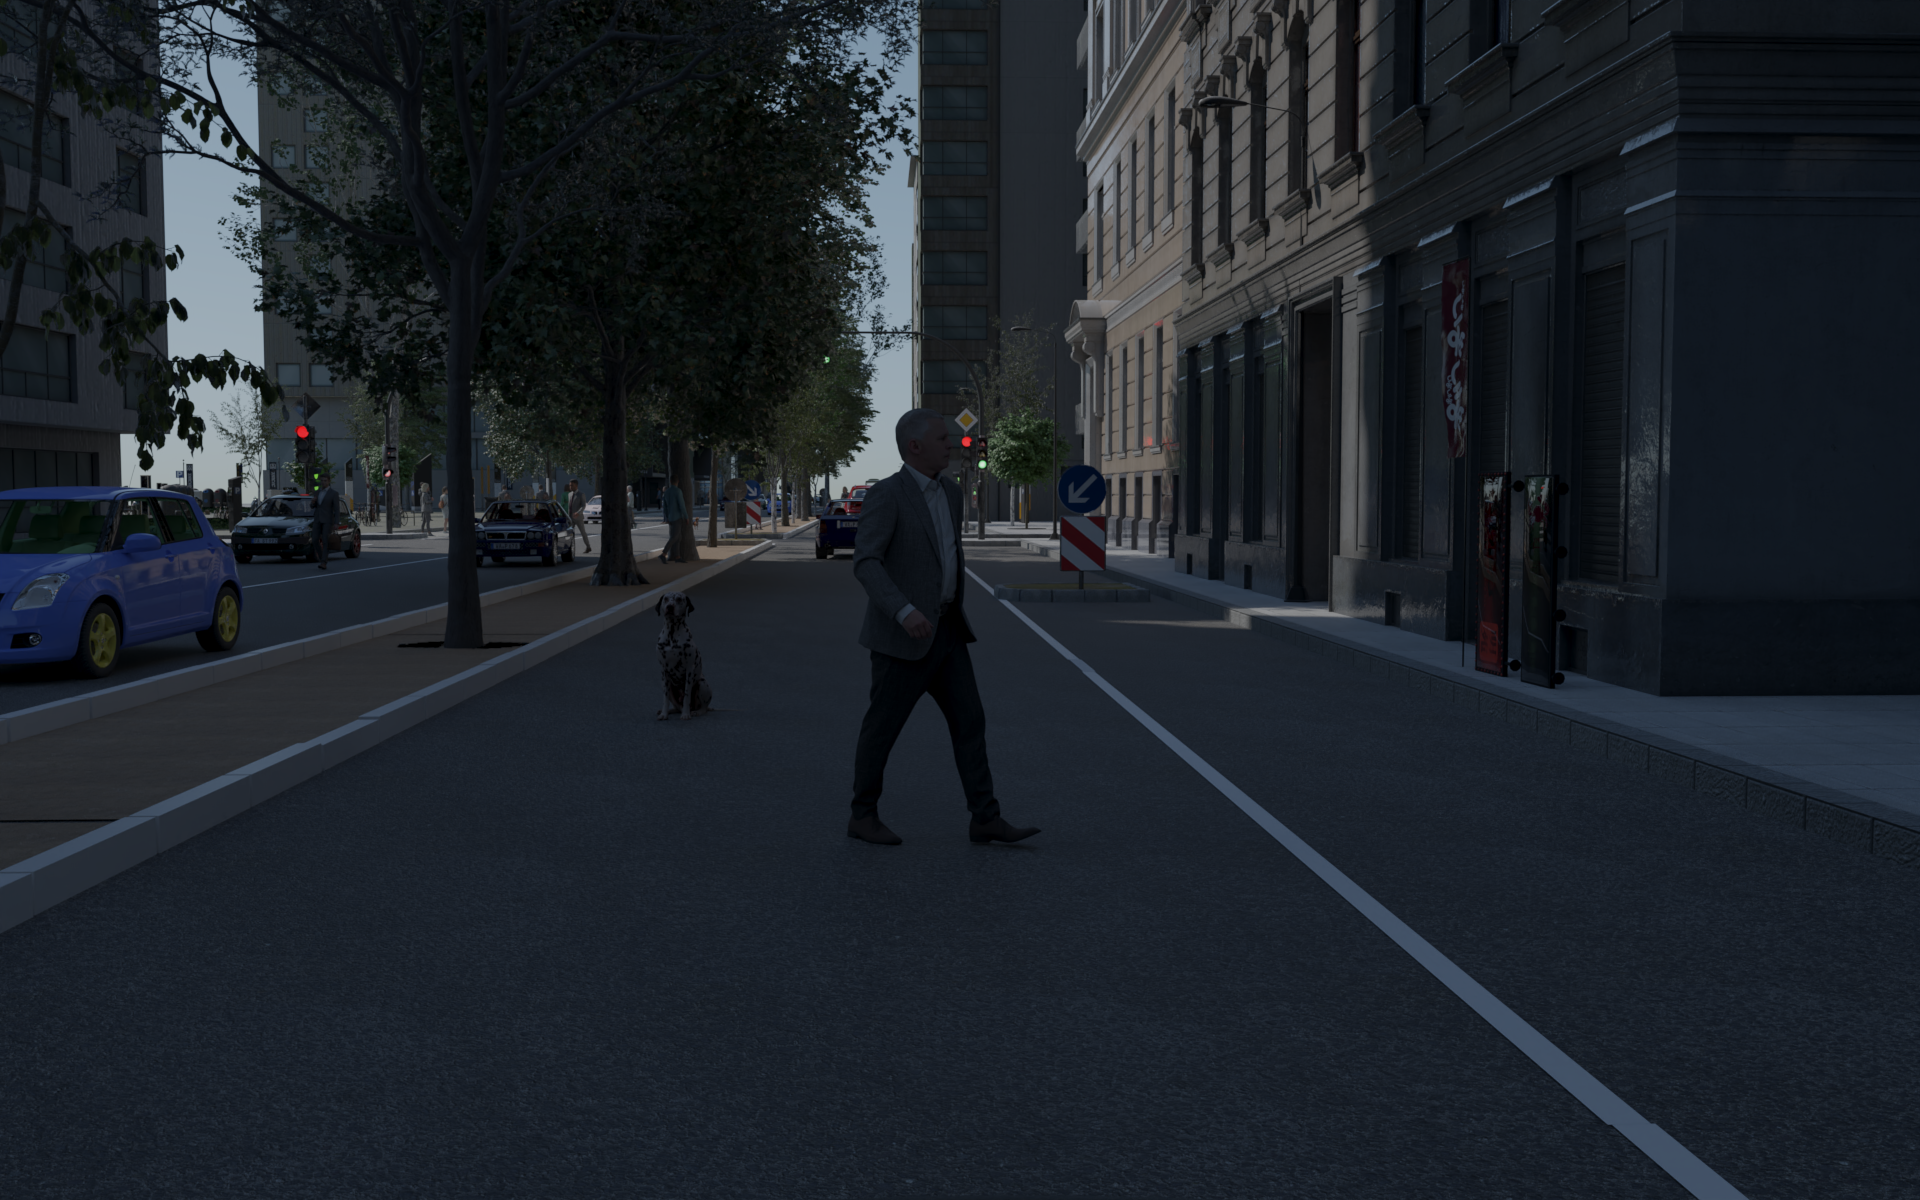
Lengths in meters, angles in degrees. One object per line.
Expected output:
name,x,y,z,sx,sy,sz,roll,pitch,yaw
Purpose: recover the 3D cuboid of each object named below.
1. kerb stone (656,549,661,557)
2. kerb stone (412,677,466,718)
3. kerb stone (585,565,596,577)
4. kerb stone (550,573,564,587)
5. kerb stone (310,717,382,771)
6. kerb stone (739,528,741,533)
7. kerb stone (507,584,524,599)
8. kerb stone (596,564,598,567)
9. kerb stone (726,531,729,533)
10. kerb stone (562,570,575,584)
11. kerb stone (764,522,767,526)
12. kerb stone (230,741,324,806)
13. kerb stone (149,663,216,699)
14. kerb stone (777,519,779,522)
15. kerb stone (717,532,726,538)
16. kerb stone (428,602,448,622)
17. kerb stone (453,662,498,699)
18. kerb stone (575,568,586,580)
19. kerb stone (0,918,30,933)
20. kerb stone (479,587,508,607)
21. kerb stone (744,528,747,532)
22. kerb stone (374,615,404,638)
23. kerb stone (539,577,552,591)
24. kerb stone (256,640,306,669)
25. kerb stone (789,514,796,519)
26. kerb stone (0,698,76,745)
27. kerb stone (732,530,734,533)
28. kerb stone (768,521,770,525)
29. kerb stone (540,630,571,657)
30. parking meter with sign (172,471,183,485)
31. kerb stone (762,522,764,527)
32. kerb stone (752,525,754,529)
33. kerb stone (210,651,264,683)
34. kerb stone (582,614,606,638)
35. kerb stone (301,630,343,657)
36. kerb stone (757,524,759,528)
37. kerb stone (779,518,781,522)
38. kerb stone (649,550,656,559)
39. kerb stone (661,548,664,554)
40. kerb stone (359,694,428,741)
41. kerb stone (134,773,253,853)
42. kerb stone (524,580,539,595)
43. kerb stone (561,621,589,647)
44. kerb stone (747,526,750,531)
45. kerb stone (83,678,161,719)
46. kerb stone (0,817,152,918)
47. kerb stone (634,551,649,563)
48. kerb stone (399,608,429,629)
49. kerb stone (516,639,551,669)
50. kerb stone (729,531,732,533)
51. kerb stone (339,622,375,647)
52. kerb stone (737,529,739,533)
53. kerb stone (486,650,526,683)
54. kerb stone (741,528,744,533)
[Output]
kerb stone,-6.921,-1.033,39.091,0.120,0.150,1.000,0,4,-3
kerb stone,-3.479,0.654,11.509,0.120,0.150,1.000,0,4,-3
kerb stone,-6.474,-0.469,29.878,0.120,0.150,1.000,0,4,-3
kerb stone,-6.323,-0.278,26.804,0.120,0.150,1.000,0,4,-3
kerb stone,-3.377,0.793,9.459,0.120,0.150,1.000,0,4,-3
kerb stone,-8.045,-2.443,62.145,0.120,0.150,1.000,0,4,-3
kerb stone,-6.175,-0.094,23.725,0.120,0.150,1.000,0,4,-3
kerb stone,-6.515,-0.533,30.904,0.120,0.150,1.000,0,4,-3
kerb stone,-7.792,-2.129,57.007,0.120,0.150,1.000,0,4,-3
kerb stone,-6.370,-0.345,27.831,0.120,0.150,1.000,0,4,-3
kerb stone,-8.746,-3.320,76.476,0.120,0.150,1.000,0,4,-3
kerb stone,-3.326,0.842,8.425,0.120,0.150,1.000,0,4,-3
kerb stone,-5.628,0.595,12.470,0.120,0.150,1.000,0,4,-3
kerb stone,-9.190,-3.883,85.677,0.120,0.150,1.000,0,4,-3
kerb stone,-7.744,-2.062,55.967,0.120,0.150,1.000,0,4,-3
kerb stone,-5.973,0.160,19.626,0.120,0.150,1.000,0,4,-3
kerb stone,-3.531,0.594,12.534,0.120,0.150,1.000,0,4,-3
kerb stone,-6.421,-0.407,28.857,0.120,0.150,1.000,0,4,-3
kerb stone,-3.175,1.030,5.361,0.120,0.150,1.000,0,4,-3
kerb stone,-6.122,-0.031,22.702,0.120,0.150,1.000,0,4,-3
kerb stone,-8.200,-2.627,65.208,0.120,0.150,1.000,0,4,-3
kerb stone,-5.871,0.288,17.583,0.120,0.150,1.000,0,4,-3
kerb stone,-6.273,-0.213,25.783,0.120,0.150,1.000,0,4,-3
kerb stone,-5.730,0.470,14.512,0.120,0.150,1.000,0,4,-3
kerb stone,-10.132,-5.072,105.155,0.120,0.150,1.000,0,4,-3
kerb stone,-5.529,0.721,10.428,0.120,0.150,1.000,0,4,-3
kerb stone,-7.893,-2.253,59.062,0.120,0.150,1.000,0,4,-3
kerb stone,-8.840,-3.445,78.520,0.120,0.150,1.000,0,4,-3
kerb stone,-3.679,0.404,15.604,0.120,0.150,1.000,0,4,-3
parking meter with sign,-57.946,-8.053,127.920,0.543,3.016,1.738,0,4,-2
kerb stone,-8.639,-3.194,74.432,0.120,0.150,1.000,0,4,-3
kerb stone,-8.338,-2.820,68.294,0.120,0.150,1.000,0,4,-3
kerb stone,-5.681,0.536,13.491,0.120,0.150,1.000,0,4,-3
kerb stone,-3.776,0.278,17.654,0.120,0.150,1.000,0,4,-3
kerb stone,-5.776,0.410,15.537,0.120,0.150,1.000,0,4,-3
kerb stone,-8.489,-3.007,71.367,0.120,0.150,1.000,0,4,-3
kerb stone,-9.483,-4.258,91.814,0.120,0.150,1.000,0,4,-3
kerb stone,-6.864,-0.971,38.071,0.120,0.150,1.000,0,4,-3
kerb stone,-6.976,-1.097,40.125,0.120,0.150,1.000,0,4,-3
kerb stone,-3.431,0.716,10.488,0.120,0.150,1.000,0,4,-3
kerb stone,-3.276,0.905,7.403,0.120,0.150,1.000,0,4,-3
kerb stone,-6.219,-0.150,24.755,0.120,0.150,1.000,0,4,-3
kerb stone,-3.728,0.340,16.632,0.120,0.150,1.000,0,4,-3
kerb stone,-8.233,-2.691,66.229,0.120,0.150,1.000,0,4,-3
kerb stone,-5.572,0.659,11.450,0.120,0.150,1.000,0,4,-3
kerb stone,-3.230,0.967,6.382,0.120,0.150,1.000,0,4,-3
kerb stone,-6.828,-0.903,37.049,0.120,0.150,1.000,0,4,-3
kerb stone,-5.927,0.220,18.603,0.120,0.150,1.000,0,4,-3
kerb stone,-3.623,0.468,14.578,0.120,0.150,1.000,0,4,-3
kerb stone,-7.833,-2.191,58.028,0.120,0.150,1.000,0,4,-3
kerb stone,-5.829,0.345,16.561,0.120,0.150,1.000,0,4,-3
kerb stone,-7.989,-2.381,61.118,0.120,0.150,1.000,0,4,-3
kerb stone,-3.583,0.528,13.556,0.120,0.150,1.000,0,4,-3
kerb stone,-8.087,-2.505,63.166,0.120,0.150,1.000,0,4,-3
